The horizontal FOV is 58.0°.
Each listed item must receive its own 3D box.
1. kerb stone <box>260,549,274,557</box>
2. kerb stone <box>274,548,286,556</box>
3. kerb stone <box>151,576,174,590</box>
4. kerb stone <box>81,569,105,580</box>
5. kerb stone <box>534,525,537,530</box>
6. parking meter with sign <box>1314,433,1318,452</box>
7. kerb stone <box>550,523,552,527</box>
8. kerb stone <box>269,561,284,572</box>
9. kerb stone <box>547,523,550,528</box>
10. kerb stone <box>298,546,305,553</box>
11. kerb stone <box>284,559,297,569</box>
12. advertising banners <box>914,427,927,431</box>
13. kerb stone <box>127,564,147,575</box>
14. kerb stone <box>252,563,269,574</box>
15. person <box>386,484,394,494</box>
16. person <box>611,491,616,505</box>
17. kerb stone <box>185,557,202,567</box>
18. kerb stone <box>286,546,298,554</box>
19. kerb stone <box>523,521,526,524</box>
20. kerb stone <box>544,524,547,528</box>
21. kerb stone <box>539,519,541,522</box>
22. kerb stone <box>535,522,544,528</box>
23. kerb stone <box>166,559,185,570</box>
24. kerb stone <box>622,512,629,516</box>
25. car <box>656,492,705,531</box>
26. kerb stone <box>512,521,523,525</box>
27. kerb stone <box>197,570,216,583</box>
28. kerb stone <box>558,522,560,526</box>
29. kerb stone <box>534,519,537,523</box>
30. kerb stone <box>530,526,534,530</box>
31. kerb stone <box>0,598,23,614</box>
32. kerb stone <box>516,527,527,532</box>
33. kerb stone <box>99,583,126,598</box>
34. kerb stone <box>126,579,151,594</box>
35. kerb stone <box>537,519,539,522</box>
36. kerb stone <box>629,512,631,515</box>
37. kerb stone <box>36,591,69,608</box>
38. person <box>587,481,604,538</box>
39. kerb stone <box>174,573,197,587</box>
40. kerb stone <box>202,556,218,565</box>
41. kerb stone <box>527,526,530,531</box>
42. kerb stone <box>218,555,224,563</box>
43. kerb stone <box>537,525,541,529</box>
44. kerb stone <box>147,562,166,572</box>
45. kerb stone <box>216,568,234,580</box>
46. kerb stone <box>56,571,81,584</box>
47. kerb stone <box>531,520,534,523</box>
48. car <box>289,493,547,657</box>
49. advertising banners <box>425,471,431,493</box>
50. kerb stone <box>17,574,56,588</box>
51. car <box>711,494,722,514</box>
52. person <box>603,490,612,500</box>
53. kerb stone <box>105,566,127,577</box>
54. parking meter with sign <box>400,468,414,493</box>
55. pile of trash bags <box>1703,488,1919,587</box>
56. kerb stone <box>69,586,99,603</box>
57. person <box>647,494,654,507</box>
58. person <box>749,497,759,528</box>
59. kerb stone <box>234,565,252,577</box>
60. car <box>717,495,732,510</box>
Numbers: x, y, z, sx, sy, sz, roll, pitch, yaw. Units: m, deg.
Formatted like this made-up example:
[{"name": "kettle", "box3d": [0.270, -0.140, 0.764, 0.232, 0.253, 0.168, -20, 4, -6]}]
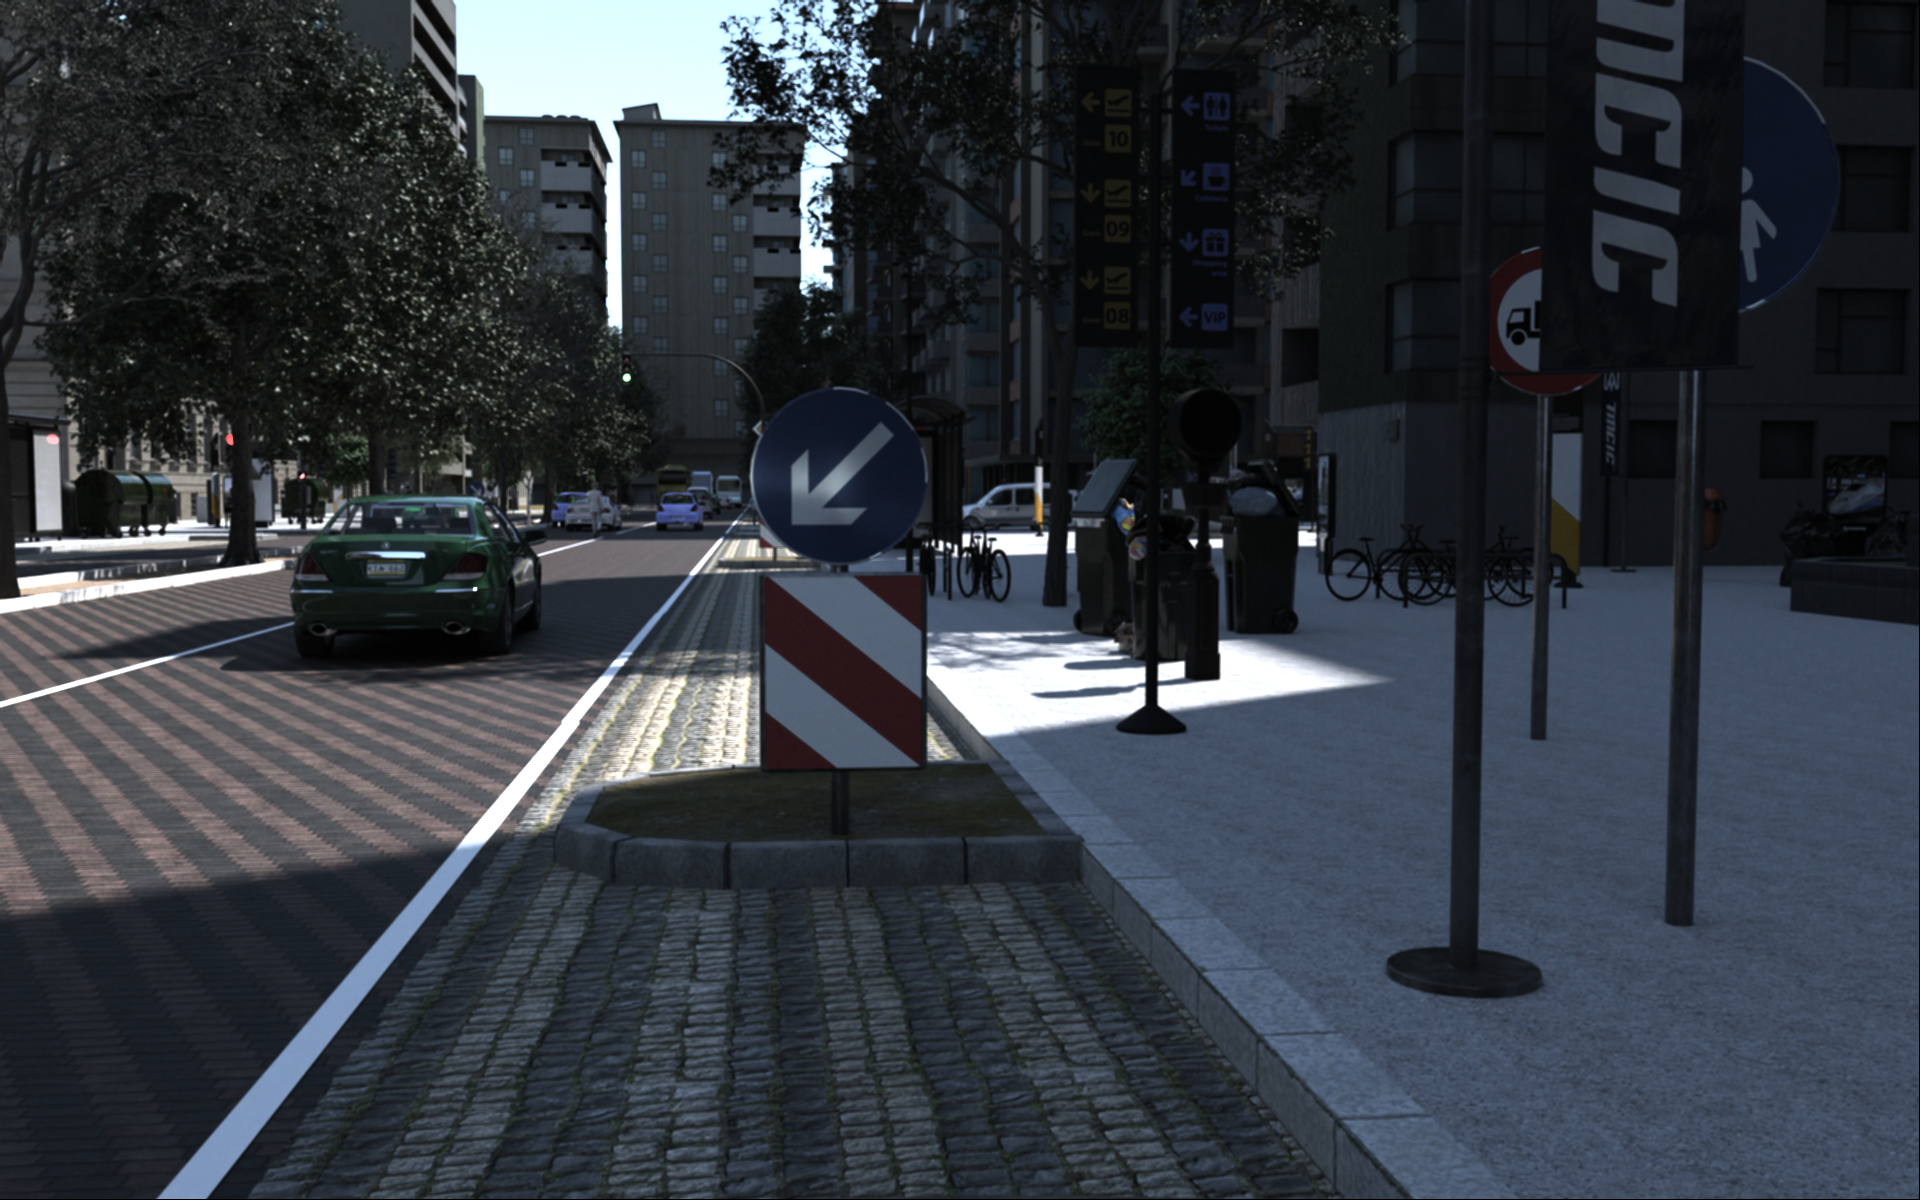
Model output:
[{"name": "kerb stone", "box3d": [-15.771, -1.036, 39.134, 0.120, 0.150, 1.000, 0, 4, -7]}, {"name": "kerb stone", "box3d": [-15.890, -1.095, 40.149, 0.120, 0.150, 1.000, 0, 4, -7]}, {"name": "kerb stone", "box3d": [-12.163, -0.244, 26.210, 0.120, 0.150, 1.000, 0, 4, -7]}, {"name": "kerb stone", "box3d": [-14.587, -0.412, 28.938, 0.120, 0.150, 1.000, 0, 4, -7]}, {"name": "kerb stone", "box3d": [-17.188, -2.892, 69.483, 0.120, 0.150, 1.000, 0, 4, -7]}, {"name": "parking meter with sign", "box3d": [10.834, -3.223, 48.965, 0.543, 3.016, 1.738, -2, 4, -34]}, {"name": "kerb stone", "box3d": [-17.769, -3.204, 74.579, 0.120, 0.150, 1.000, 0, 4, -7]}, {"name": "kerb stone", "box3d": [-12.867, -0.620, 32.324, 0.120, 0.150, 1.000, 0, 4, -7]}, {"name": "kerb stone", "box3d": [-17.663, -3.142, 73.562, 0.120, 0.150, 1.000, 0, 4, -7]}, {"name": "kerb stone", "box3d": [-16.132, -1.223, 42.196, 0.120, 0.150, 1.000, 0, 4, -7]}, {"name": "kerb stone", "box3d": [-12.985, -0.682, 33.340, 0.120, 0.150, 1.000, 0, 4, -7]}, {"name": "advertising banners", "box3d": [-1.820, -2.873, 43.153, 2.074, 3.025, 0.090, -1, 4, -14]}, {"name": "kerb stone", "box3d": [-14.820, -0.535, 30.977, 0.120, 0.150, 1.000, 0, 4, -7]}, {"name": "kerb stone", "box3d": [-12.744, -0.557, 31.310, 0.120, 0.150, 1.000, 0, 4, -7]}, {"name": "person", "box3d": [-21.856, -3.536, 66.502, 0.419, 1.800, 0.721, 0, 4, 1]}, {"name": "person", "box3d": [-33.613, -9.674, 167.207, 0.750, 1.759, 0.617, -2, 4, -31]}, {"name": "kerb stone", "box3d": [-15.175, -0.724, 34.036, 0.120, 0.150, 1.000, 0, 4, -7]}, {"name": "kerb stone", "box3d": [-16.005, -1.161, 41.172, 0.120, 0.150, 1.000, 0, 4, -7]}, {"name": "kerb stone", "box3d": [-20.687, -3.627, 81.492, 0.120, 0.150, 1.000, 0, 4, -7]}, {"name": "kerb stone", "box3d": [-17.532, -3.079, 72.542, 0.120, 0.150, 1.000, 0, 4, -7]}, {"name": "kerb stone", "box3d": [-21.399, -3.998, 87.584, 0.120, 0.150, 1.000, 0, 4, -7]}, {"name": "kerb stone", "box3d": [-17.423, -3.015, 71.521, 0.120, 0.150, 1.000, 0, 4, -7]}, {"name": "kerb stone", "box3d": [-15.056, -0.656, 33.013, 0.120, 0.150, 1.000, 0, 4, -7]}, {"name": "kerb stone", "box3d": [-22.867, -5.883, 118.383, 0.120, 0.150, 1.000, 0, 4, -7]}, {"name": "car", "box3d": [-11.122, -3.624, 68.842, 1.945, 1.707, 3.694, 0, 4, -6]}, {"name": "kerb stone", "box3d": [-20.570, -3.562, 80.472, 0.120, 0.150, 1.000, 0, 4, -7]}, {"name": "kerb stone", "box3d": [-12.393, -0.370, 28.246, 0.120, 0.150, 1.000, 0, 4, -7]}, {"name": "kerb stone", "box3d": [-18.124, -3.390, 77.629, 0.120, 0.150, 1.000, 0, 4, -7]}, {"name": "kerb stone", "box3d": [-21.164, -3.870, 85.554, 0.120, 0.150, 1.000, 0, 4, -7]}, {"name": "kerb stone", "box3d": [-17.068, -2.830, 68.465, 0.120, 0.150, 1.000, 0, 4, -7]}, {"name": "kerb stone", "box3d": [-11.567, 0.072, 21.110, 0.120, 0.150, 1.000, 0, 4, -7]}, {"name": "kerb stone", "box3d": [-16.828, -2.705, 66.430, 0.120, 0.150, 1.000, 0, 4, -7]}, {"name": "kerb stone", "box3d": [-11.918, -0.120, 24.163, 0.120, 0.150, 1.000, 0, 4, -7]}, {"name": "kerb stone", "box3d": [-12.036, -0.183, 25.187, 0.120, 0.150, 1.000, 0, 4, -7]}, {"name": "kerb stone", "box3d": [-21.281, -3.934, 86.569, 0.120, 0.150, 1.000, 0, 4, -7]}, {"name": "kerb stone", "box3d": [-22.983, -5.945, 119.409, 0.120, 0.150, 1.000, 0, 4, -7]}, {"name": "kerb stone", "box3d": [-11.681, 0.009, 22.133, 0.120, 0.150, 1.000, 0, 4, -7]}, {"name": "person", "box3d": [-11.795, -2.915, 56.045, 0.514, 1.842, 0.818, -1, 4, -10]}, {"name": "kerb stone", "box3d": [-12.268, -0.308, 27.226, 0.120, 0.150, 1.000, 0, 4, -7]}, {"name": "kerb stone", "box3d": [-15.294, -0.786, 35.051, 0.120, 0.150, 1.000, 0, 4, -7]}, {"name": "kerb stone", "box3d": [-16.953, -2.768, 67.445, 0.120, 0.150, 1.000, 0, 4, -7]}, {"name": "kerb stone", "box3d": [-15.418, -0.845, 36.077, 0.120, 0.150, 1.000, 0, 4, -7]}, {"name": "kerb stone", "box3d": [-17.296, -2.950, 70.500, 0.120, 0.150, 1.000, 0, 4, -7]}, {"name": "kerb stone", "box3d": [-14.945, -0.594, 31.992, 0.120, 0.150, 1.000, 0, 4, -7]}, {"name": "kerb stone", "box3d": [-12.516, -0.432, 29.262, 0.120, 0.150, 1.000, 0, 4, -7]}, {"name": "kerb stone", "box3d": [-14.476, -0.350, 27.922, 0.120, 0.150, 1.000, 0, 4, -7]}, {"name": "kerb stone", "box3d": [-21.056, -3.813, 84.537, 0.120, 0.150, 1.000, 0, 4, -7]}, {"name": "car", "box3d": [-5.138, -0.304, 16.766, 2.131, 1.459, 4.920, -1, 4, -8]}, {"name": "advertising banners", "box3d": [-33.755, -6.955, 109.898, 0.090, 3.025, 2.074, -2, 4, -26]}, {"name": "kerb stone", "box3d": [-14.350, -0.284, 26.908, 0.120, 0.150, 1.000, 0, 4, -7]}, {"name": "car", "box3d": [-18.023, -7.035, 123.819, 1.959, 1.807, 4.718, 0, 4, -6]}, {"name": "person", "box3d": [-30.191, -8.513, 147.817, 0.705, 1.807, 1.348, 3, 5, 40]}, {"name": "kerb stone", "box3d": [-14.705, -0.472, 29.954, 0.120, 0.150, 1.000, 0, 4, -7]}, {"name": "parking meter with sign", "box3d": [-34.850, -6.887, 108.868, 0.543, 3.016, 1.738, 1, 4, 22]}, {"name": "pile of trash bags", "box3d": [11.924, -0.900, 24.465, 3.447, 1.369, 1.912, 3, 5, 42]}, {"name": "kerb stone", "box3d": [-11.798, -0.058, 23.148, 0.120, 0.150, 1.000, 0, 4, -7]}, {"name": "person", "box3d": [-31.427, -10.082, 176.558, 0.991, 1.433, 0.599, -2, 4, -28]}, {"name": "person", "box3d": [-8.371, -3.711, 70.993, 0.589, 1.601, 0.330, 0, 4, 8]}, {"name": "kerb stone", "box3d": [-12.631, -0.495, 30.286, 0.120, 0.150, 1.000, 0, 4, -7]}, {"name": "car", "box3d": [-22.347, -9.138, 161.776, 2.083, 1.381, 4.827, 0, 4, -6]}]
